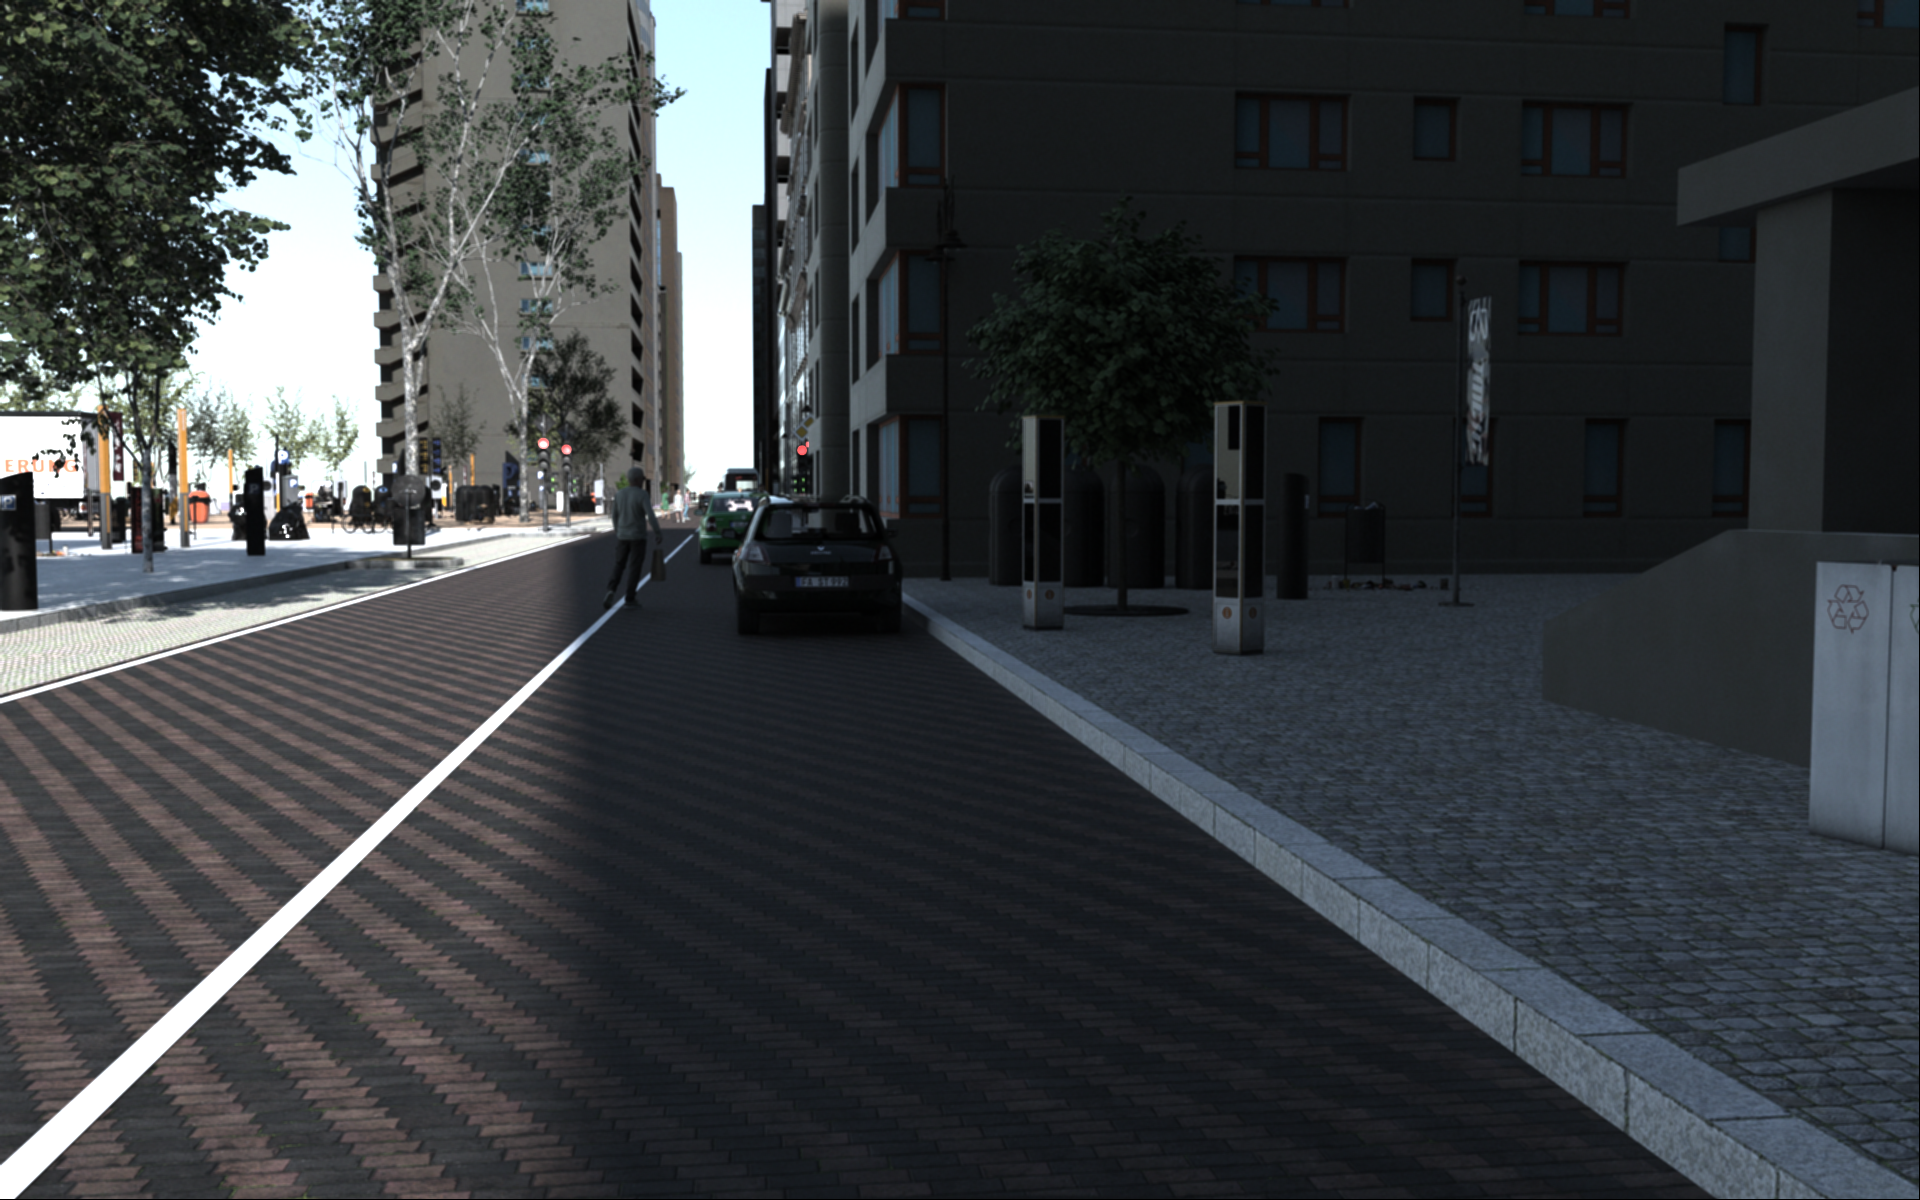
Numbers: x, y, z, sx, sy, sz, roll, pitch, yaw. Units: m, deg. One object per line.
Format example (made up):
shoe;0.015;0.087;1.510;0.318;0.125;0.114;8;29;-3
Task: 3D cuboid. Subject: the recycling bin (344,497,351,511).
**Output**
recycling bin;-48.033;-7.512;135.371;0.722;1.027;0.722;-3;4;-38

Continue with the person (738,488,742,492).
person;-12.743;-5.607;100.533;0.624;1.780;0.694;2;4;32

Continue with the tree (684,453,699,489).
tree;-47.368;-21.234;297.532;4.360;8.622;3.978;0;3;0

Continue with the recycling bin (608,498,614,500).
recycling bin;-26.060;-7.198;130.247;0.722;1.027;0.722;-1;4;-13

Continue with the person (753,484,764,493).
person;-8.029;-3.709;69.113;0.622;1.834;0.822;-3;5;-44

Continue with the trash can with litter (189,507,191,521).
trash can with litter;-36.640;-4.362;82.702;1.055;1.170;0.624;-1;4;-11

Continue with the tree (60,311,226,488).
tree;-31.439;-7.127;66.890;4.737;8.622;4.395;0;3;0

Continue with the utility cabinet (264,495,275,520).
utility cabinet;-34.765;-4.631;86.882;1.020;1.237;0.306;3;5;40

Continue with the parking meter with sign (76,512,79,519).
parking meter with sign;-45.324;-5.688;89.256;0.543;3.016;1.738;-2;4;-24

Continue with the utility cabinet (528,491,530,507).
utility cabinet;-35.179;-7.986;139.257;1.173;1.500;0.318;1;4;16

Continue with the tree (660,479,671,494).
tree;-36.687;-13.467;214.792;1.663;3.219;1.824;0;3;0

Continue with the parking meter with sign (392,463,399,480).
parking meter with sign;-31.235;-6.239;98.273;1.738;3.016;0.543;-3;5;-45

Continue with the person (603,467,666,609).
person;-4.039;-0.774;21.633;0.782;1.767;0.515;1;4;22

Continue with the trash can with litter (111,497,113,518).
trash can with litter;-49.375;-5.386;99.125;1.678;1.210;2.233;0;4;2

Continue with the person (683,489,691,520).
person;-15.402;-5.392;97.493;0.643;1.720;0.563;-2;4;-24

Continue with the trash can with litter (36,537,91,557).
trash can with litter;-19.362;-1.510;35.749;2.233;1.210;1.678;0;4;0

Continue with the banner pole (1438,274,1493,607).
banner pole;5.757;-1.807;19.568;0.401;3.779;0.863;-1;4;-14

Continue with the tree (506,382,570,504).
tree;-26.940;-9.880;111.902;4.737;8.622;4.395;0;3;0

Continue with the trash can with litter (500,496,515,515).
trash can with litter;-27.397;-5.684;104.313;0.624;1.170;1.055;3;4;37

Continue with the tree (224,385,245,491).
tree;-48.754;-10.177;116.748;4.737;8.622;4.395;0;3;0

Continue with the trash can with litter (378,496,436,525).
trash can with litter;-23.308;-3.747;72.324;2.233;1.210;1.678;-2;4;-32

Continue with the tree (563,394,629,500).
tree;-25.442;-10.535;122.615;4.360;8.622;3.978;0;3;0

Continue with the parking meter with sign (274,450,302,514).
parking meter with sign;-26.549;-4.426;68.622;0.543;3.016;1.738;-3;5;-41

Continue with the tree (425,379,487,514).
tree;-32.451;-9.837;111.190;4.360;8.622;3.978;0;3;0

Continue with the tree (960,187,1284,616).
tree;1.734;-2.145;18.791;4.285;4.588;4.351;0;3;0

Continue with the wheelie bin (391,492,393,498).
wheelie bin;-45.346;-7.911;137.249;0.980;1.594;0.693;3;5;43

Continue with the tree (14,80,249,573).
tree;-13.485;-4.767;28.302;4.360;8.622;3.978;0;3;0

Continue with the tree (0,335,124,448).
tree;-40.190;-7.689;76.077;4.737;8.622;4.395;0;3;0

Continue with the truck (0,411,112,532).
truck;-35.309;-4.298;59.183;11.283;4.237;2.839;0;4;-5

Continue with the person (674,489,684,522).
person;-14.372;-4.833;88.528;0.512;1.701;0.522;-1;4;-20

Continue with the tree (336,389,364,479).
tree;-43.527;-10.442;121.082;4.737;8.622;4.395;0;3;0

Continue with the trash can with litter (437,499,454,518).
trash can with litter;-27.784;-5.039;93.439;1.678;1.210;2.233;1;4;23

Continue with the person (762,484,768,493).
person;-8.197;-3.883;72.085;0.679;1.850;0.850;3;4;37

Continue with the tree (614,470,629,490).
tree;-27.297;-8.910;140.286;1.663;3.219;1.824;0;3;0

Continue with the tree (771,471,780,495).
tree;-15.107;-9.176;144.632;1.663;3.219;1.824;0;3;0

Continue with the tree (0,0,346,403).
tree;-10.522;-6.684;15.938;9.857;13.997;8.962;0;3;0

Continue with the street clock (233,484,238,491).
street clock;-54.319;-7.662;129.845;0.471;2.002;0.358;0;4;-4

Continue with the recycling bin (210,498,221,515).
recycling bin;-46.424;-5.817;107.669;0.722;1.027;0.722;-3;5;-40

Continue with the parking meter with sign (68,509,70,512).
parking meter with sign;-58.706;-7.292;115.493;0.543;3.016;1.738;1;4;15

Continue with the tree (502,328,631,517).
tree;-21.717;-9.894;96.174;7.601;10.594;8.767;-3;5;-42

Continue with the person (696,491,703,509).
person;-25.809;-9.930;171.382;0.750;1.759;0.617;-2;4;-34

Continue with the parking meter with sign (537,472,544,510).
parking meter with sign;-32.354;-8.415;133.851;0.543;3.016;1.738;-1;4;-14

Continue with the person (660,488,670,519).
person;-16.805;-5.502;98.710;0.529;1.795;0.600;1;4;9

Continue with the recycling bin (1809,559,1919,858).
recycling bin;3.664;0.380;6.347;0.722;1.027;0.722;-1;4;-23

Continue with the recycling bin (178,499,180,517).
recycling bin;-44.107;-5.278;98.853;0.722;1.027;0.722;1;4;14

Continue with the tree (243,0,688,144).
tree;-14.622;-11.810;48.978;12.611;20.169;13.585;0;3;0

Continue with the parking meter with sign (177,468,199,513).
parking meter with sign;-52.409;-7.395;117.176;1.738;3.016;0.543;-2;4;-30

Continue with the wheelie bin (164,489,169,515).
wheelie bin;-48.974;-6.029;106.475;0.693;1.594;0.980;2;4;35

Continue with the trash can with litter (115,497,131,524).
trash can with litter;-36.337;-3.919;75.467;1.055;1.170;0.624;3;5;41

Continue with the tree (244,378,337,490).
tree;-42.649;-9.794;110.493;4.737;8.622;4.395;0;3;0

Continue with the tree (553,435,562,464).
tree;-29.407;-11.255;134.375;4.360;8.622;3.978;0;3;0

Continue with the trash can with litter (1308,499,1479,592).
trash can with litter;5.863;-0.752;23.357;2.233;1.210;1.678;1;4;13

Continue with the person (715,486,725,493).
person;-11.712;-4.706;85.244;0.655;1.846;0.447;-3;4;-39
